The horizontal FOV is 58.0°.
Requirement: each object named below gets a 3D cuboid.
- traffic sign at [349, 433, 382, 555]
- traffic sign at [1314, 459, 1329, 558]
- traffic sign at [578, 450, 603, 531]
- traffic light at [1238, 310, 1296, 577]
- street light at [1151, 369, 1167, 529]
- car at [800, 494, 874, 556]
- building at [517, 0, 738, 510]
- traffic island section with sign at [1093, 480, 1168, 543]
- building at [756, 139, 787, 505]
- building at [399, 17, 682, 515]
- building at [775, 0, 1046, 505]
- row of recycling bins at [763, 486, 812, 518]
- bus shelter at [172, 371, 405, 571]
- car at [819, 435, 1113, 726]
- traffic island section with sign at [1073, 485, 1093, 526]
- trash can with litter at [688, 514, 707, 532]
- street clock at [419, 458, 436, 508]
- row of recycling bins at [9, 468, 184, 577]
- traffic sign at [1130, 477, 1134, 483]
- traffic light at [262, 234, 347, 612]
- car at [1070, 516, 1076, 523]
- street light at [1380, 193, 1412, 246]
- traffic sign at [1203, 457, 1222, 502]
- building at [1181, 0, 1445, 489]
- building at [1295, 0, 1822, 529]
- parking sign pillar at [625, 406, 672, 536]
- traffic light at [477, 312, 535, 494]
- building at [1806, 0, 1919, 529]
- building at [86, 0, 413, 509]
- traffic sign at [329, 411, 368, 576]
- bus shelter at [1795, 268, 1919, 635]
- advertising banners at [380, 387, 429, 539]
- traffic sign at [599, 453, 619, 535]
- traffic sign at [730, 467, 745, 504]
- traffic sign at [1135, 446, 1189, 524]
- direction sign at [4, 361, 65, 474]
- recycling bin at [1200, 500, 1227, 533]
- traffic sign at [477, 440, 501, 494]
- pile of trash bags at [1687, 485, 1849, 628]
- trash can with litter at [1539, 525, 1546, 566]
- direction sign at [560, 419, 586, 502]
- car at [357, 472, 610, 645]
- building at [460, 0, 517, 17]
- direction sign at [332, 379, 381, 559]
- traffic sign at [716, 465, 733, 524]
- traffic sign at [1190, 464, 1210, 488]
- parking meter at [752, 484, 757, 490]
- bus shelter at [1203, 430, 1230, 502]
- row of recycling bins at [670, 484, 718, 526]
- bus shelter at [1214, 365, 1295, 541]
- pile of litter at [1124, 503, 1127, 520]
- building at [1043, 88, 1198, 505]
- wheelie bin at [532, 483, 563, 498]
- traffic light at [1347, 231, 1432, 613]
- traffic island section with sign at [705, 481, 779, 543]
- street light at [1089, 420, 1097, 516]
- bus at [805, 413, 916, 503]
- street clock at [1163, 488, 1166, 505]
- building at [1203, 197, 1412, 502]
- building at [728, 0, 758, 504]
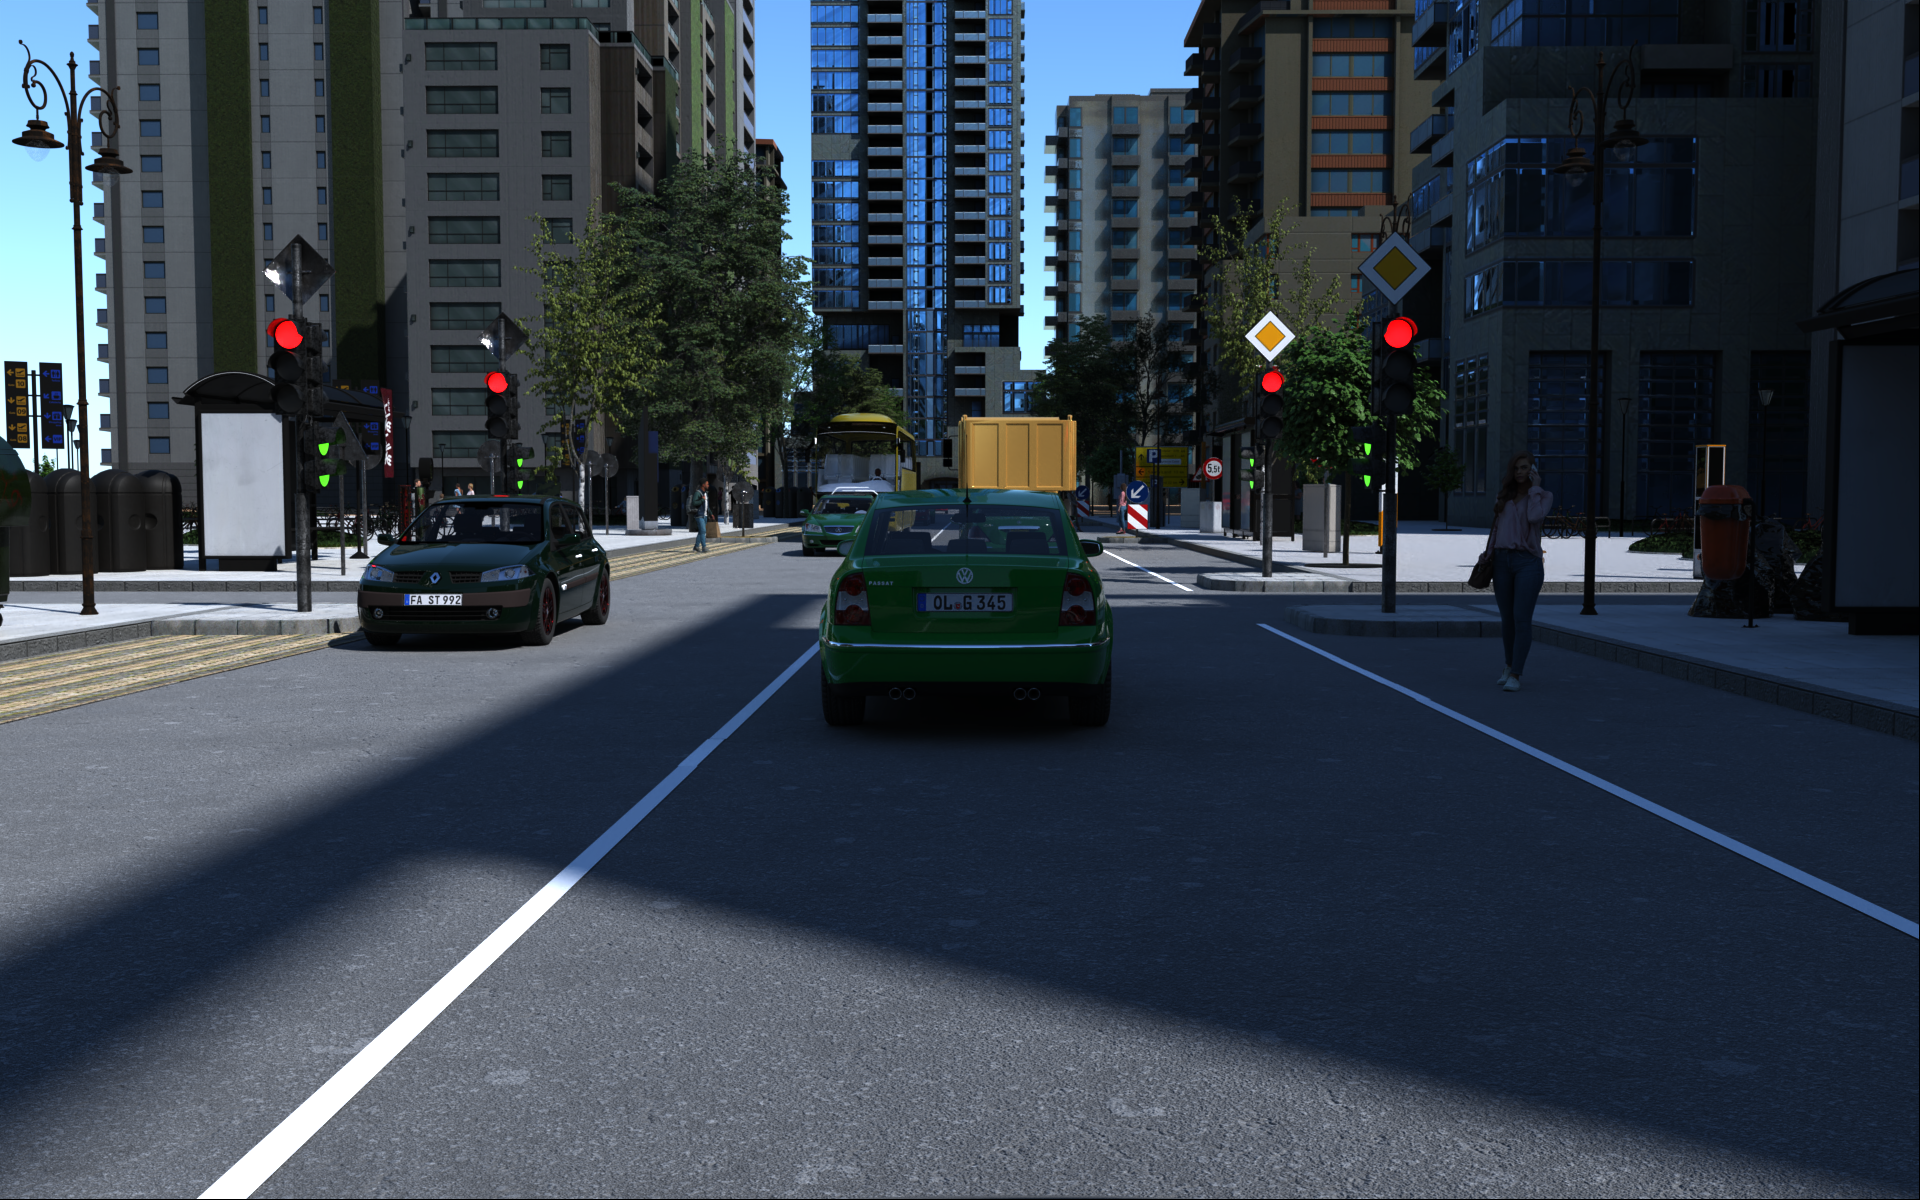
[{"bbox_3d":[-12.441,-2.206,36.170,0.768,2.556,0.104,0,4,2],"label":"traffic sign"},{"bbox_3d":[7.382,-2.128,34.900,0.768,2.556,0.104,0,4,4],"label":"traffic sign"},{"bbox_3d":[-10.716,-3.065,50.211,0.768,2.556,0.104,1,4,10],"label":"traffic sign"},{"bbox_3d":[4.724,-2.307,26.637,0.839,4.253,0.868,0,4,1],"label":"traffic light"},{"bbox_3d":[7.309,-5.568,63.824,0.468,5.910,1.993,0,4,1],"label":"street light"},{"bbox_3d":[-2.716,-1.822,41.592,2.131,1.459,4.920,0,4,1],"label":"car"},{"bbox_3d":[-25.766,-27.761,137.484,14.154,41.232,14.086,0,4,1],"label":"building"},{"bbox_3d":[5.083,-2.613,51.348,1.989,1.847,2.006,0,4,1],"label":"traffic island section with sign"},{"bbox_3d":[-35.794,-33.798,207.217,28.867,44.769,22.147,0,4,1],"label":"building"},{"bbox_3d":[-25.820,-20.636,109.105,14.160,30.474,14.107,0,4,1],"label":"building"},{"bbox_3d":[-5.489,-54.638,205.994,31.000,86.520,22.319,0,4,1],"label":"building"},{"bbox_3d":[-9.433,-5.361,94.767,3.534,1.692,1.069,3,5,41],"label":"row of recycling bins"},{"bbox_3d":[-11.884,-2.280,31.199,2.014,3.302,5.546,0,4,1],"label":"bus shelter"},{"bbox_3d":[0.063,-0.201,12.078,1.959,1.807,4.718,0,4,1],"label":"car"},{"bbox_3d":[5.411,-4.285,78.680,1.989,1.847,2.006,0,4,1],"label":"traffic island section with sign"},{"bbox_3d":[-8.657,-2.852,58.010,1.055,1.170,0.624,3,4,37],"label":"trash can with litter"},{"bbox_3d":[-10.594,-1.826,34.420,0.358,2.002,0.471,-1,4,-9],"label":"street clock"},{"bbox_3d":[-14.185,-1.295,28.291,1.069,1.692,3.534,1,4,22],"label":"row of recycling bins"},{"bbox_3d":[10.040,-6.070,99.353,0.768,2.556,0.104,0,4,4],"label":"traffic sign"},{"bbox_3d":[-7.136,-1.826,18.783,0.839,4.253,0.868,0,4,1],"label":"traffic light"},{"bbox_3d":[0.900,-1.034,28.708,2.131,1.459,4.920,0,3,0],"label":"car"},{"bbox_3d":[6.729,-3.313,26.952,0.468,5.910,1.993,0,4,1],"label":"street light"},{"bbox_3d":[8.820,-3.679,60.254,0.768,2.556,0.104,0,4,6],"label":"traffic sign"},{"bbox_3d":[31.064,-30.332,150.559,22.147,44.769,28.867,0,4,1],"label":"building"},{"bbox_3d":[29.027,-46.688,76.015,22.319,86.520,31.000,0,4,1],"label":"building"},{"bbox_3d":[-9.709,-4.000,53.868,1.447,3.967,1.447,-1,4,-18],"label":"parking sign pillar"},{"bbox_3d":[-7.036,-2.315,26.767,0.839,4.253,0.868,0,4,1],"label":"traffic light"},{"bbox_3d":[41.931,-30.872,46.759,28.212,58.520,21.231,0,4,1],"label":"building"},{"bbox_3d":[-61.242,-37.586,156.524,28.212,58.520,21.231,0,4,1],"label":"building"},{"bbox_3d":[-9.719,-1.665,27.223,0.884,2.594,0.081,1,4,9],"label":"traffic sign"},{"bbox_3d":[8.636,-1.178,13.189,2.014,3.302,5.546,0,4,1],"label":"bus shelter"},{"bbox_3d":[-9.402,-2.028,29.340,0.090,3.025,2.074,0,4,3],"label":"advertising banners"},{"bbox_3d":[-11.021,-3.298,54.033,0.768,2.556,0.104,1,4,9],"label":"traffic sign"},{"bbox_3d":[-10.493,-5.010,81.925,0.884,2.594,0.081,1,4,9],"label":"traffic sign"},{"bbox_3d":[8.555,-4.873,73.550,2.265,3.308,0.079,0,4,5],"label":"traffic sign"},{"bbox_3d":[-15.874,-2.310,29.771,0.876,3.537,0.379,-2,4,-35],"label":"direction sign"},{"bbox_3d":[8.425,-2.738,57.323,0.722,1.027,0.722,-2,4,-33],"label":"recycling bin"},{"bbox_3d":[-11.009,-2.489,40.805,0.768,2.556,0.104,0,4,6],"label":"traffic sign"},{"bbox_3d":[8.434,-0.493,17.815,1.912,1.369,3.447,3,5,44],"label":"pile of trash bags"},{"bbox_3d":[9.935,-1.162,30.388,0.624,1.170,1.055,2,4,27],"label":"trash can with litter"},{"bbox_3d":[-11.742,-3.708,52.627,0.876,3.537,0.379,1,4,22],"label":"direction sign"},{"bbox_3d":[-4.744,-0.480,17.637,2.009,1.686,4.222,0,3,0],"label":"car"},{"bbox_3d":[-26.285,-26.885,123.157,14.154,41.232,14.086,0,4,1],"label":"building"},{"bbox_3d":[-11.958,-2.592,34.382,0.876,3.537,0.379,-1,4,-14],"label":"direction sign"},{"bbox_3d":[-10.233,-4.601,75.338,0.768,2.556,0.104,0,4,5],"label":"traffic sign"},{"bbox_3d":[10.553,-4.655,76.107,0.884,2.594,0.081,1,4,10],"label":"traffic sign"},{"bbox_3d":[-11.892,-5.751,99.735,0.399,1.863,0.255,-3,5,-41],"label":"parking meter"},{"bbox_3d":[10.190,-4.440,63.879,1.731,3.624,6.357,0,4,1],"label":"bus shelter"},{"bbox_3d":[-10.515,-3.760,68.589,1.069,1.692,3.534,-2,4,-30],"label":"row of recycling bins"},{"bbox_3d":[8.807,-4.496,51.139,2.179,5.291,8.768,0,4,1],"label":"bus shelter"},{"bbox_3d":[8.415,-4.326,84.691,1.176,0.858,1.719,0,4,-8],"label":"pile of litter"},{"bbox_3d":[25.244,-35.945,207.312,30.456,49.044,23.786,0,4,1],"label":"building"},{"bbox_3d":[-11.227,-2.405,47.229,0.980,1.594,0.693,0,4,-3],"label":"wheelie bin"},{"bbox_3d":[4.625,-1.818,18.653,0.839,4.253,0.868,0,4,1],"label":"traffic light"},{"bbox_3d":[-6.446,-2.622,51.500,1.989,1.847,2.006,0,4,1],"label":"traffic island section with sign"},{"bbox_3d":[7.720,-7.823,100.699,0.468,5.910,1.993,0,4,1],"label":"street light"},{"bbox_3d":[-2.935,-3.955,56.204,2.896,3.916,12.252,0,4,1],"label":"bus"},{"bbox_3d":[9.242,-4.558,79.085,0.358,2.002,0.471,3,5,44],"label":"street clock"},{"bbox_3d":[32.924,-16.965,122.414,27.650,21.520,28.899,0,4,1],"label":"building"},{"bbox_3d":[-33.024,-37.600,156.764,28.212,58.520,21.231,0,4,1],"label":"building"}]
